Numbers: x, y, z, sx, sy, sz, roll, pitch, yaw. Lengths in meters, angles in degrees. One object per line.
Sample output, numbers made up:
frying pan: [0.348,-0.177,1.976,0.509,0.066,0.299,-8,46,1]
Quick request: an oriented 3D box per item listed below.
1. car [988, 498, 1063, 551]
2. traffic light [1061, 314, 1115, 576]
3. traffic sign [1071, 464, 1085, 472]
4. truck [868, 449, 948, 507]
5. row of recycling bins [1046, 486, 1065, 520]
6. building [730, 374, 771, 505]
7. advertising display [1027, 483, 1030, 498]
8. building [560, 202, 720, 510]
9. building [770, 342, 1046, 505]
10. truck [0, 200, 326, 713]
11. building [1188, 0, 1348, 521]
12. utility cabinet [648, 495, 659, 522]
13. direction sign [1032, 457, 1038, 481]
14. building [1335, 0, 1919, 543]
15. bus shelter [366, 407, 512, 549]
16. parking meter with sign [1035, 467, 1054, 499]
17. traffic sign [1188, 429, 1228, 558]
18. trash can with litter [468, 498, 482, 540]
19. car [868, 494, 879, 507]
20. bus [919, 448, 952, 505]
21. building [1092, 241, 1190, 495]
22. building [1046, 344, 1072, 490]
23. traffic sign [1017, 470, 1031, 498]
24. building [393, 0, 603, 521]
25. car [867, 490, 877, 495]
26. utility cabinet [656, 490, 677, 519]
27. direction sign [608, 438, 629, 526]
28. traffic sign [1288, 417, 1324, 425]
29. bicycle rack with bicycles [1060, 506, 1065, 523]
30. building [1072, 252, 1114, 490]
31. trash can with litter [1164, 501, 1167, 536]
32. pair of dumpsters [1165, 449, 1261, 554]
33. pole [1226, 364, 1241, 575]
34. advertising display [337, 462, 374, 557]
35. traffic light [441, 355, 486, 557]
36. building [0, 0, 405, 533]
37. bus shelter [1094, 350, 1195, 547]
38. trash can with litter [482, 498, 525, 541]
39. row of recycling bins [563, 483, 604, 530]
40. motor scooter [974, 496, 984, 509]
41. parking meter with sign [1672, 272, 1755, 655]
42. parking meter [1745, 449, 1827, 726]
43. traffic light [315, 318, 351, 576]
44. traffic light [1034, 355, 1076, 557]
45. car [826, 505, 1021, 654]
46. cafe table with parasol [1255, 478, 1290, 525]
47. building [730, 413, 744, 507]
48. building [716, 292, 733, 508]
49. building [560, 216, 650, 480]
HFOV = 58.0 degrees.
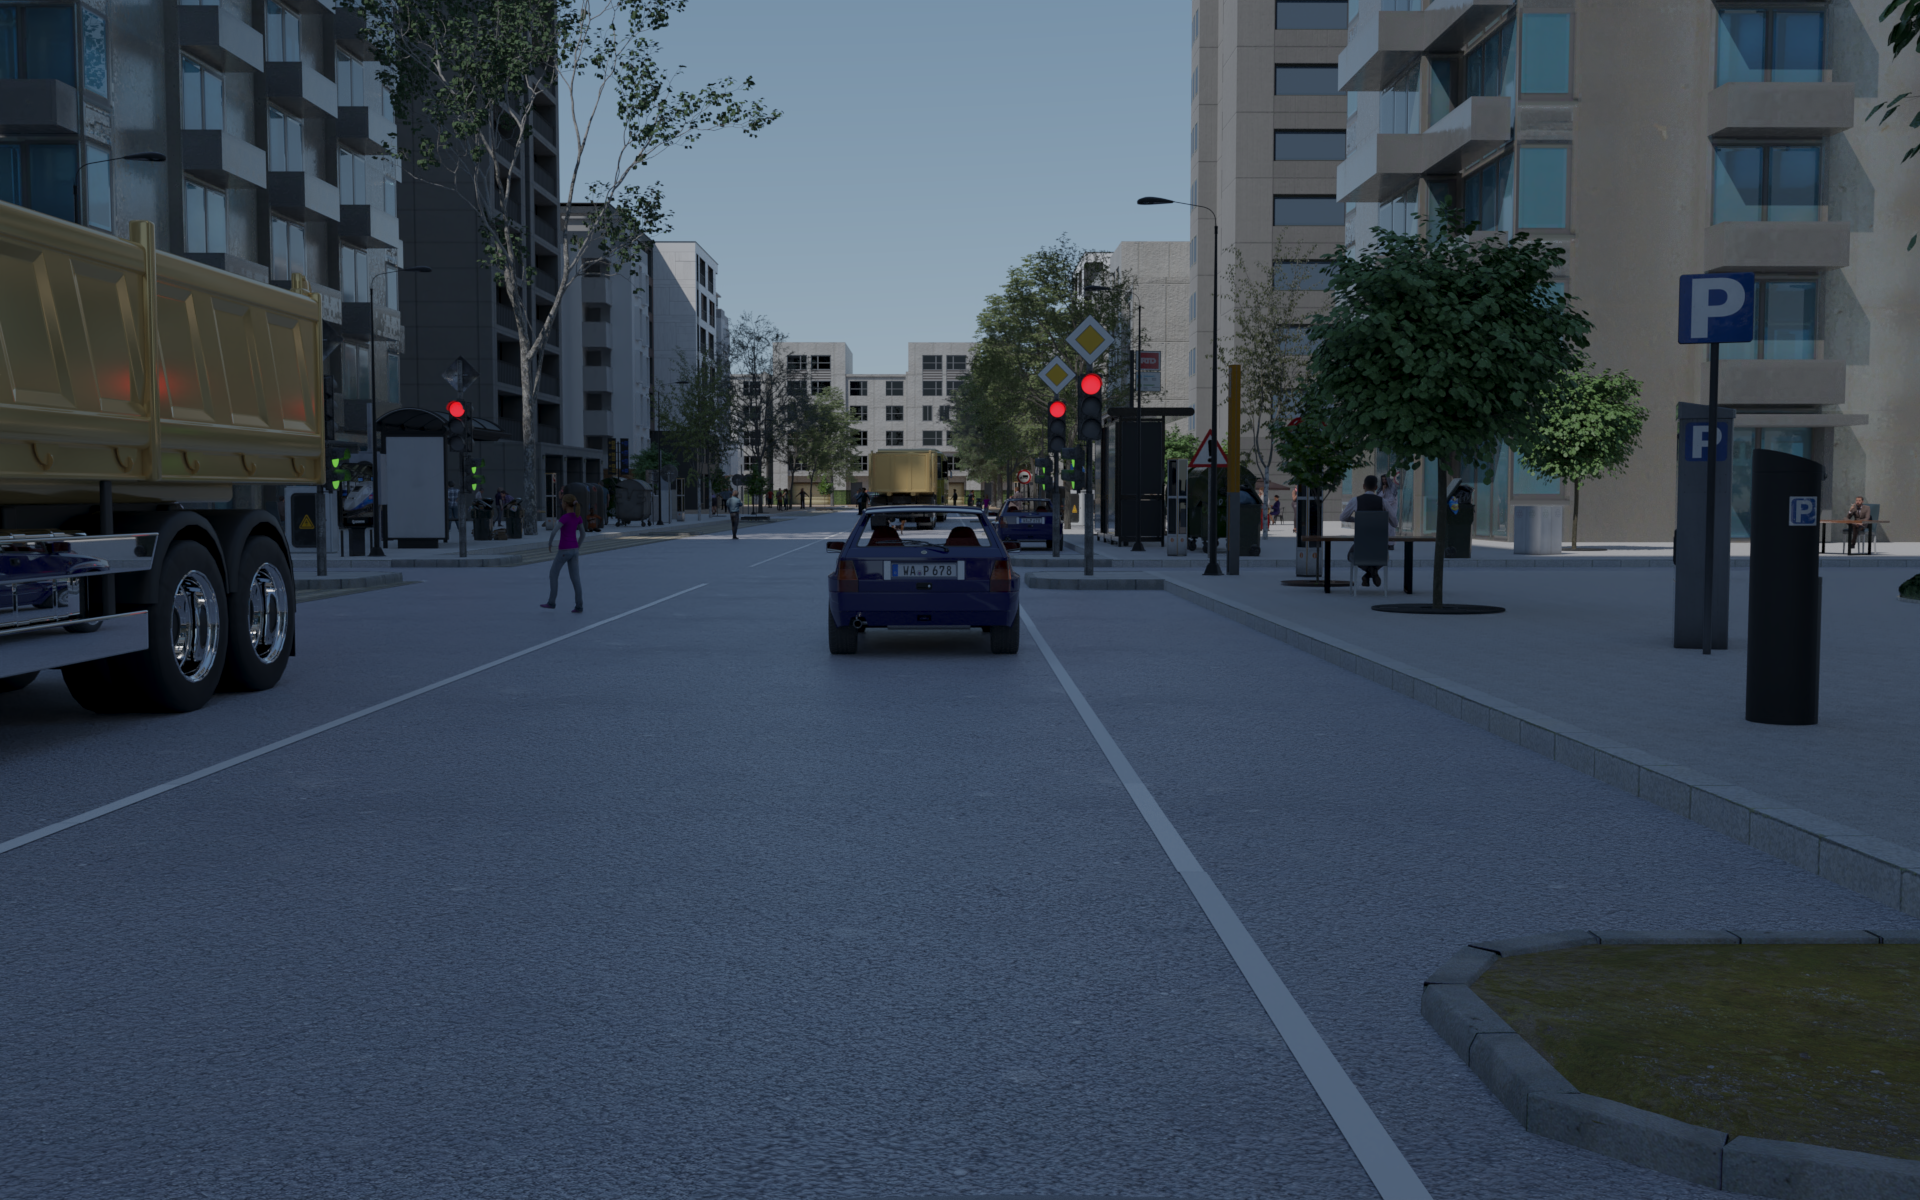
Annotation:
car: [1.726,-1.988,45.084,1.945,1.354,3.894,0,4,-1]
traffic light: [2.015,-2.342,27.217,0.839,4.253,0.868,0,4,-1]
traffic sign: [4.763,-4.354,71.302,0.768,2.556,0.104,0,3,0]
truck: [-2.283,-4.687,72.553,3.469,3.379,9.791,0,4,0]
row of recycling bins: [4.720,-4.804,85.658,1.069,1.692,3.534,0,4,3]
building: [-38.459,-21.011,209.981,31.486,18.905,16.747,0,4,-1]
advertising display: [4.027,-5.886,101.456,0.123,1.923,0.974,0,4,6]
building: [-35.227,-17.973,137.826,27.936,21.610,32.646,0,4,-1]
building: [-6.099,-21.020,210.139,31.486,18.905,16.747,0,4,-1]
truck: [-6.245,-0.798,8.974,3.469,3.379,9.791,0,4,-1]
building: [23.199,-33.755,93.895,21.231,58.520,28.212,0,4,-1]
utility cabinet: [-14.130,-4.238,80.448,0.306,1.237,1.020,1,4,17]
direction sign: [4.604,-6.982,106.147,0.379,3.537,0.876,2,4,23]
building: [27.203,-26.571,54.041,30.456,49.044,23.786,0,4,-1]
bus shelter: [-12.843,-3.012,43.162,2.014,3.302,5.546,0,4,0]
parking meter with sign: [5.201,-6.418,101.190,1.738,3.016,0.543,1,4,16]
traffic sign: [4.981,-2.113,34.547,0.884,2.594,0.081,0,4,7]
trash can with litter: [-14.456,-2.495,52.186,0.624,1.170,1.055,-3,4,-38]
car: [-6.991,-8.199,143.837,2.009,1.686,4.222,0,4,0]
bus: [-1.962,-6.182,92.630,2.896,3.916,12.252,0,4,1]
building: [19.563,-16.111,129.874,16.747,18.905,31.486,0,4,-1]
building: [26.075,-21.053,210.668,31.486,18.905,16.747,0,4,-1]
traffic sign: [3.330,-5.491,89.888,0.768,2.556,0.104,1,4,8]
building: [-30.019,-39.849,89.787,20.563,71.187,20.611,0,4,-1]
car: [-8.805,-9.961,171.527,2.281,1.827,5.304,0,4,-1]
utility cabinet: [-14.699,-4.808,87.291,1.173,1.500,0.318,-2,4,-33]
direction sign: [-13.825,-4.779,70.131,0.876,3.537,0.379,-2,4,-31]
traffic sign: [5.579,-1.700,27.902,0.768,2.556,0.104,0,4,7]
bicycle rack with bicycles: [4.532,-3.913,77.367,2.925,0.926,2.852,0,4,-7]
building: [24.283,-19.488,162.603,27.936,21.610,32.646,0,4,-1]
trash can with litter: [6.257,-2.583,53.618,0.624,1.170,1.055,0,4,-8]
pair of dumpsters: [5.709,-2.248,39.248,1.574,2.255,4.437,0,4,-1]
pole: [4.324,-2.050,27.362,0.158,3.312,0.155,0,3,0]
advertising display: [-12.444,-1.865,35.703,0.123,1.923,0.974,1,4,23]
traffic light: [-10.080,-2.823,35.075,0.839,4.253,0.868,0,4,-1]
building: [-32.220,-26.714,56.390,23.786,49.044,30.456,0,4,-1]
bus shelter: [4.574,-4.182,46.016,2.179,5.291,8.768,0,4,-1]
trash can with litter: [-13.014,-2.343,49.691,1.055,1.170,0.624,2,4,24]
row of recycling bins: [-13.787,-3.436,63.295,1.069,1.692,3.534,0,4,1]
motor scooter: [1.429,-7.177,130.126,0.815,1.314,1.986,0,4,-1]
parking meter with sign: [6.270,-1.118,14.540,0.543,3.016,1.738,1,4,21]
parking meter: [4.637,-0.081,9.731,0.372,1.533,0.369,0,3,0]
traffic light: [-10.006,-2.335,27.091,0.839,4.253,0.868,0,4,-1]
traffic light: [1.941,-2.831,35.202,0.839,4.253,0.868,0,4,-1]
car: [-0.352,-0.261,16.853,1.945,1.354,3.894,0,4,-1]
cafe table with parasol: [12.472,-4.082,71.607,2.610,1.966,2.610,-3,4,-38]
building: [-36.091,-14.155,173.586,28.070,9.664,9.099,0,4,-1]
building: [-29.295,-18.561,159.900,16.016,20.091,11.380,0,4,-1]
building: [-29.086,-15.874,115.956,16.016,20.091,11.380,0,4,-1]
